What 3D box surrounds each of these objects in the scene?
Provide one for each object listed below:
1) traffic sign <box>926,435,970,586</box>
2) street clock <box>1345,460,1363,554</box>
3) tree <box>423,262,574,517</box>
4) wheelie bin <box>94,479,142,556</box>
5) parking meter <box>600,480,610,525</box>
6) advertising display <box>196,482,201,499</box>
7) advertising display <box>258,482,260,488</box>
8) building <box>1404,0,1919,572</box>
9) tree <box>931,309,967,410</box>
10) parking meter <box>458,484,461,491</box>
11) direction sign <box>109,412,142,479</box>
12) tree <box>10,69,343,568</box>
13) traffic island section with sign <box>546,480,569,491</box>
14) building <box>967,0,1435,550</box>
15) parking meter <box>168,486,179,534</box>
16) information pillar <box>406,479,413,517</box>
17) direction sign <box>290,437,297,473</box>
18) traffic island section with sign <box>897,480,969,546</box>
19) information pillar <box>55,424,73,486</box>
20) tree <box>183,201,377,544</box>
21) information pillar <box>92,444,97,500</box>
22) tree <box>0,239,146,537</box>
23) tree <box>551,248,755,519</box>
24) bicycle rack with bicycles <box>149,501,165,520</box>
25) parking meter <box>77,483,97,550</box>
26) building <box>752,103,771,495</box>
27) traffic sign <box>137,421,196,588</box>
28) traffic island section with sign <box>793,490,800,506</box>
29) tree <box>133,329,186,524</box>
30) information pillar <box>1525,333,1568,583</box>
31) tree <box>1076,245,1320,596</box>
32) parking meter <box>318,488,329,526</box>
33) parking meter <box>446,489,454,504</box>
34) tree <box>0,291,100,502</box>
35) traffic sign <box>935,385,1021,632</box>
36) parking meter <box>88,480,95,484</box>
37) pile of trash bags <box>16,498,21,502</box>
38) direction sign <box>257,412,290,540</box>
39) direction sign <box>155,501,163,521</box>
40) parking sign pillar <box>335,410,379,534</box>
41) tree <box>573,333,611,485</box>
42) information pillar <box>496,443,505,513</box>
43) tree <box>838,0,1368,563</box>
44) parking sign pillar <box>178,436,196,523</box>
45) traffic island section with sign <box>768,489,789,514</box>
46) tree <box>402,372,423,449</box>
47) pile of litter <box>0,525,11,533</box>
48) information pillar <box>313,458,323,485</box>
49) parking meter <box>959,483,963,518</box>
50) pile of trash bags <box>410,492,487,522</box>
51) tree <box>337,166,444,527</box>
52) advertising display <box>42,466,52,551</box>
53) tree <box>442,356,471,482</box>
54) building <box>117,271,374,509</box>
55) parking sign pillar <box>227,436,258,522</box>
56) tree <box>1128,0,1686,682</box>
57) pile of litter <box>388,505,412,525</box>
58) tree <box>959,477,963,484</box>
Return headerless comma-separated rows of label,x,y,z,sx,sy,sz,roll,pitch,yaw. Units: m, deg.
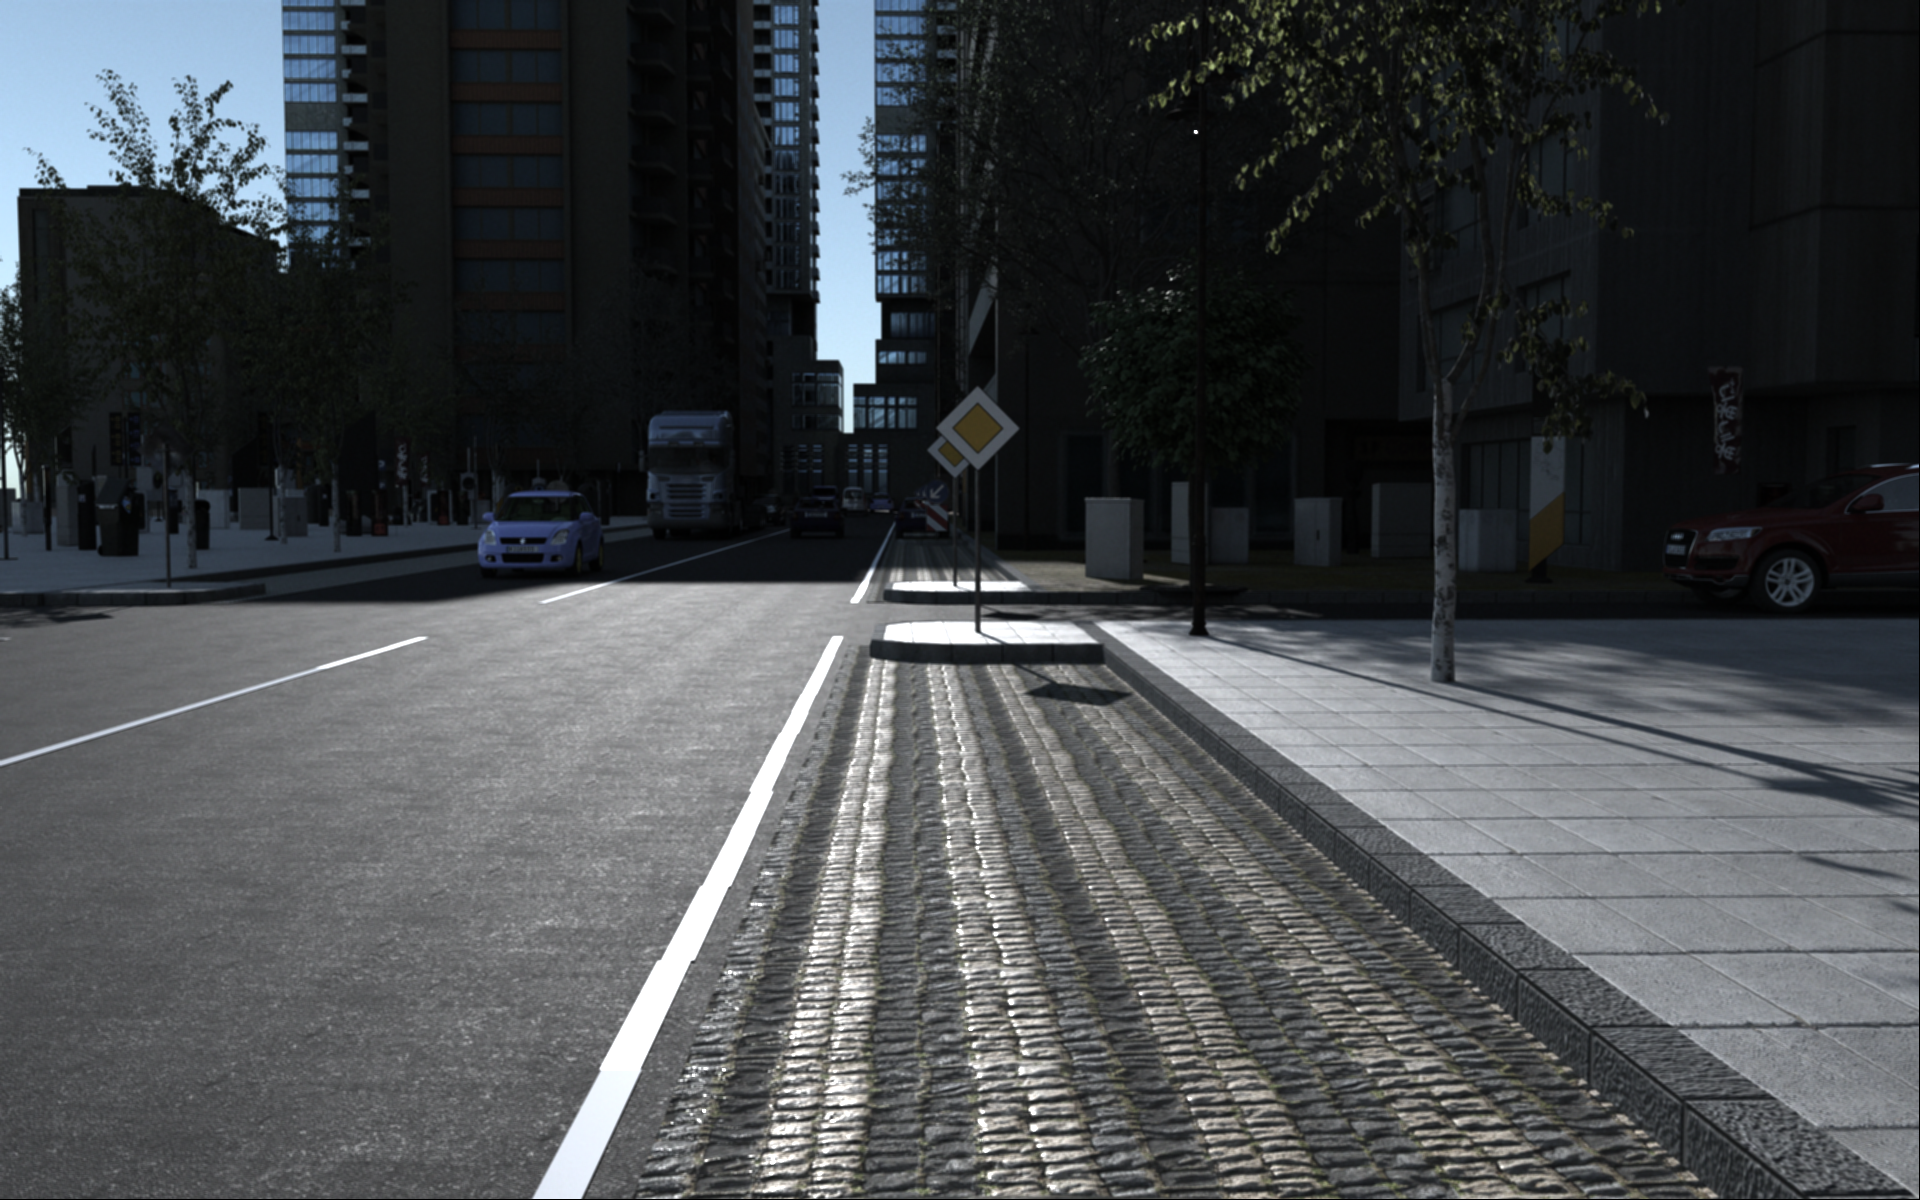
traffic sign,-0.072,-1.246,24.018,0.795,2.450,0.064,0,4,-2
street clock,8.410,-1.984,37.002,0.358,2.002,0.471,2,4,35
tree,-14.837,-6.458,55.952,4.360,8.622,3.978,0,3,0
wheelie bin,-17.460,-1.714,35.933,0.980,1.594,0.693,1,4,20
parking meter,-14.533,-3.986,70.887,0.255,1.863,0.399,1,4,12
advertising display,-39.998,-5.235,90.808,0.123,1.923,0.974,-3,5,-43
advertising display,-37.826,-5.381,93.187,0.123,1.923,0.974,0,4,-7
building,16.755,-21.221,30.562,14.086,41.232,14.154,0,4,-2
tree,1.062,-7.029,65.288,4.360,8.622,3.978,0,3,0
parking meter,-26.541,-5.300,92.374,0.399,1.863,0.255,-1,4,-8
direction sign,-23.077,-3.422,47.953,0.876,3.537,0.379,0,4,5
tree,-13.529,-4.851,29.679,4.737,8.622,4.395,0,3,0
traffic island section with sign,-11.283,-2.432,48.386,1.989,1.847,2.006,0,4,-2
building,11.186,-26.004,48.872,21.300,48.544,21.600,0,4,-2
parking meter,-25.473,-2.909,55.969,0.372,1.533,0.369,0,3,0
information pillar,-26.030,-4.722,81.700,0.304,2.012,0.304,2,4,34
direction sign,-26.861,-4.719,69.146,0.876,3.537,0.379,-2,4,-35
traffic island section with sign,-0.767,-2.450,48.684,1.989,1.847,2.006,0,4,-2
information pillar,-29.944,-4.074,57.960,0.504,3.616,0.183,-3,4,-37
tree,-17.261,-5.765,44.613,4.360,8.622,3.978,0,3,0
information pillar,-40.540,-5.492,81.149,0.183,3.616,0.504,-1,4,-15
tree,-28.062,-6.218,52.027,4.737,8.622,4.395,0,3,0
tree,-15.725,-10.846,87.709,12.009,13.543,11.850,0,3,0
bicycle rack with bicycles,-39.691,-4.368,84.796,2.852,0.926,2.925,-2,4,-31
parking meter,-20.048,-1.917,39.758,0.372,1.533,0.369,0,3,0
building,-29.751,-28.488,157.656,23.993,40.220,32.217,0,4,-2
traffic sign,-10.862,-1.228,23.723,0.795,2.450,0.064,0,4,-2
traffic island section with sign,-14.351,-8.810,152.663,1.989,1.847,2.006,0,4,-2
tree,-33.649,-7.583,74.350,4.360,8.622,3.978,0,3,0
information pillar,8.435,-2.050,24.875,0.504,3.616,0.183,2,4,35
tree,3.189,-2.407,23.072,4.285,4.588,4.351,0,3,0
parking meter,-25.341,-3.703,68.962,0.372,1.533,0.369,0,3,0
parking meter,-25.937,-4.872,88.061,0.372,1.533,0.369,0,3,0
tree,-33.379,-6.878,62.812,4.360,8.622,3.978,0,3,0
traffic sign,0.163,-0.758,16.036,0.795,2.450,0.064,0,4,-2
parking meter,-36.553,-4.110,72.908,0.255,1.863,0.399,-2,4,-27
pile of trash bags,-53.167,-5.260,95.749,3.447,1.369,1.912,-3,4,-36
direction sign,-19.156,-3.431,48.099,0.379,3.537,0.876,1,4,19
direction sign,-37.748,-5.473,81.485,0.379,3.537,0.876,-1,4,-14
parking sign pillar,-19.433,-4.118,55.799,1.447,3.967,1.447,0,4,0
tree,-17.068,-7.582,74.334,4.360,8.622,3.978,0,3,0
information pillar,-20.818,-5.326,78.435,0.183,3.616,0.504,2,4,23
tree,2.851,-7.454,32.238,12.009,13.543,11.850,0,3,0
parking sign pillar,-34.791,-5.441,77.432,1.447,3.967,1.447,1,4,16
traffic island section with sign,-13.556,-7.162,125.719,1.989,1.847,2.006,0,4,-2
tree,-28.778,-8.914,96.105,4.360,8.622,3.978,0,3,0
pile of litter,-32.210,-2.645,57.219,1.176,0.858,1.719,3,5,40
information pillar,-34.136,-6.171,92.244,0.504,3.616,0.183,-1,4,-22
parking meter,0.133,-5.393,93.887,0.255,1.863,0.399,-3,4,-37
pile of trash bags,-23.777,-4.330,80.543,3.447,1.369,1.912,-2,4,-25
tree,-14.054,-5.366,38.100,4.737,8.622,4.395,0,3,0
advertising display,-20.813,-2.096,39.485,0.123,1.923,0.974,-2,4,-30
tree,-21.195,-7.102,66.477,4.737,8.622,4.395,0,3,0
building,-56.776,-19.259,159.931,28.899,21.520,27.650,0,4,-2
parking sign pillar,-33.361,-5.631,80.545,1.447,3.967,1.447,2,4,34
tree,3.142,-3.736,11.451,4.360,8.622,3.978,0,3,0
pile of litter,-23.402,-3.518,71.486,1.719,0.858,1.176,-3,4,-37
tree,0.639,-6.558,101.830,1.663,3.219,1.824,0,3,0
